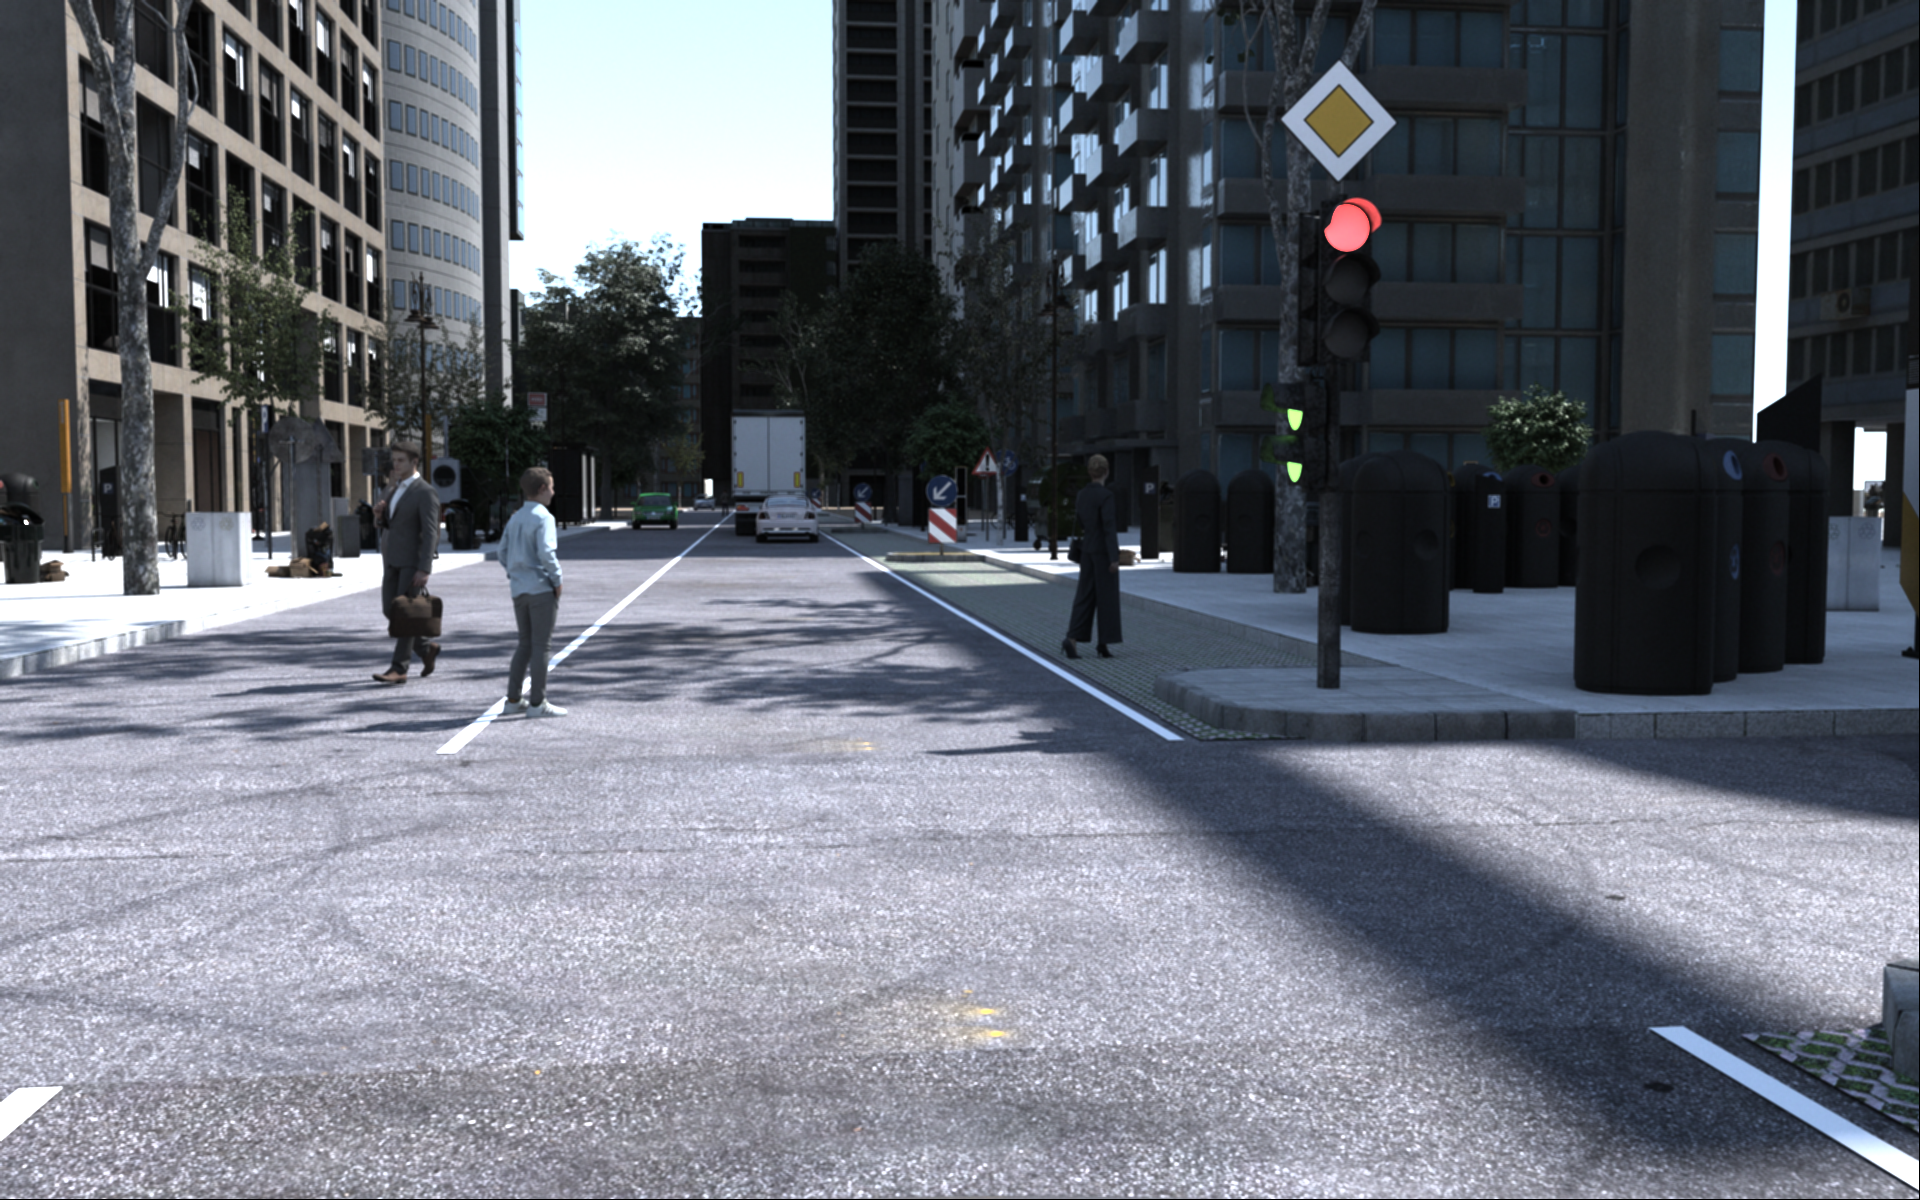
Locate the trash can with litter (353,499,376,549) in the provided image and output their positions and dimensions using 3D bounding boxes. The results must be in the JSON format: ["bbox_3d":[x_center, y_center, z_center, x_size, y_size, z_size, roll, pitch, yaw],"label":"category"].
[{"bbox_3d":[-13.535,-1.768,40.297,1.055,1.170,0.624,-2,4,-24],"label":"trash can with litter"}]

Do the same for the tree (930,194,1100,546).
[{"bbox_3d":[1.080,-5.648,42.700,4.360,8.622,3.978,0,3,0],"label":"tree"}]

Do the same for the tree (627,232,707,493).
[{"bbox_3d":[-20.540,-16.349,123.195,12.611,20.169,13.585,0,3,0],"label":"tree"}]

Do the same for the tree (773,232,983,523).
[{"bbox_3d":[-3.098,-9.733,76.138,9.611,12.733,9.660,0,3,0],"label":"tree"}]

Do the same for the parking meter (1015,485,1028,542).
[{"bbox_3d":[1.664,-2.352,46.862,0.372,1.533,0.369,0,3,0],"label":"parking meter"}]

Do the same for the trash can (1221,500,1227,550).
[{"bbox_3d":[6.218,-1.703,39.492,0.748,1.137,0.748,0,3,0],"label":"trash can"}]

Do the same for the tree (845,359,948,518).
[{"bbox_3d":[-3.735,-9.661,92.372,7.601,10.594,8.767,1,4,21],"label":"tree"}]

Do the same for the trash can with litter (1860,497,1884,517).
[{"bbox_3d":[39.196,-3.870,74.665,1.055,1.170,0.624,-1,4,-20],"label":"trash can with litter"}]

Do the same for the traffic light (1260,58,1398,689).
[{"bbox_3d":[2.422,-1.372,11.358,0.839,4.253,0.868,0,4,-7],"label":"traffic light"}]

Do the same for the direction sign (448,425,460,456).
[{"bbox_3d":[-16.600,-3.974,56.966,0.379,3.537,0.876,0,4,7],"label":"direction sign"}]

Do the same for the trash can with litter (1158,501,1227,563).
[{"bbox_3d":[4.903,-1.346,33.066,2.233,1.210,1.678,0,4,4],"label":"trash can with litter"}]

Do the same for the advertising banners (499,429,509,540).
[{"bbox_3d":[-12.056,-3.038,45.861,0.090,3.025,2.074,-1,4,-9],"label":"advertising banners"}]

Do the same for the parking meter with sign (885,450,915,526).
[{"bbox_3d":[-2.128,-4.454,69.085,1.738,3.016,0.543,0,4,-1],"label":"parking meter with sign"}]

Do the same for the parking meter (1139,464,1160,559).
[{"bbox_3d":[3.734,-1.742,34.190,0.399,1.863,0.255,1,4,9],"label":"parking meter"}]

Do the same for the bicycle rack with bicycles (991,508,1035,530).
[{"bbox_3d":[2.570,-3.039,63.077,2.925,0.926,2.852,0,4,7],"label":"bicycle rack with bicycles"}]

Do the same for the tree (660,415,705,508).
[{"bbox_3d":[-25.792,-12.850,160.462,4.737,8.622,4.395,0,3,0],"label":"tree"}]

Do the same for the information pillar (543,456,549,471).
[{"bbox_3d":[-18.717,-5.345,78.745,0.504,3.616,0.183,1,4,18],"label":"information pillar"}]

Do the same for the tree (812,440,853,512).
[{"bbox_3d":[-11.324,-12.168,149.315,4.737,8.622,4.395,0,3,0],"label":"tree"}]

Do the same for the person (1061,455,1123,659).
[{"bbox_3d":[1.176,-0.371,14.981,0.576,1.772,0.534,2,4,33],"label":"person"}]

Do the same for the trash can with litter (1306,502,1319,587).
[{"bbox_3d":[4.894,-0.781,24.162,0.624,1.170,1.055,2,4,25],"label":"trash can with litter"}]

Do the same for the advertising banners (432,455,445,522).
[{"bbox_3d":[-23.407,-5.042,78.617,0.090,3.025,2.074,1,4,21],"label":"advertising banners"}]

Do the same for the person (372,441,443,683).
[{"bbox_3d":[-4.175,-0.289,13.189,0.622,1.834,0.822,2,4,28],"label":"person"}]

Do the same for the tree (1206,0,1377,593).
[{"bbox_3d":[5.777,-10.156,21.943,12.611,20.169,13.585,0,3,0],"label":"tree"}]

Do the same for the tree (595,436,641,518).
[{"bbox_3d":[-19.016,-6.821,95.229,4.285,4.588,4.351,0,3,0],"label":"tree"}]

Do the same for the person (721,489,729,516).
[{"bbox_3d":[-15.268,-6.313,112.244,0.617,1.759,0.750,-1,4,-21],"label":"person"}]

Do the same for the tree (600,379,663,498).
[{"bbox_3d":[-20.328,-9.673,108.515,4.360,8.622,3.978,0,3,0],"label":"tree"}]

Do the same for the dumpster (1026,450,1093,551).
[{"bbox_3d":[2.369,-2.235,39.036,1.502,2.255,1.985,0,4,-7],"label":"dumpster"}]

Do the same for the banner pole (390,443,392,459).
[{"bbox_3d":[-27.015,-5.637,82.188,0.401,3.779,0.863,-1,4,-23],"label":"banner pole"}]

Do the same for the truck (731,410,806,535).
[{"bbox_3d":[-6.985,-4.553,63.350,2.839,4.237,11.283,0,4,-6],"label":"truck"}]

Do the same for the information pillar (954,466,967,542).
[{"bbox_3d":[0.017,-2.553,46.234,0.304,2.012,0.304,0,4,-6],"label":"information pillar"}]

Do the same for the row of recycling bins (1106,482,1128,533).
[{"bbox_3d":[4.288,-3.164,58.838,1.069,1.692,3.534,-3,5,-42],"label":"row of recycling bins"}]

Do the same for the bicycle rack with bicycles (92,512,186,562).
[{"bbox_3d":[-15.788,-1.262,34.020,2.852,0.926,2.925,-1,4,-20],"label":"bicycle rack with bicycles"}]

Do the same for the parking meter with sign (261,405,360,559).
[{"bbox_3d":[-12.896,-2.336,34.462,1.738,3.016,0.543,-2,4,-35],"label":"parking meter with sign"}]

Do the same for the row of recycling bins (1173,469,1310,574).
[{"bbox_3d":[5.205,-1.282,28.072,3.534,1.692,1.069,1,4,16],"label":"row of recycling bins"}]

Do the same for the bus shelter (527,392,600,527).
[{"bbox_3d":[-16.252,-5.713,71.039,2.179,5.291,8.768,0,4,-7],"label":"bus shelter"}]

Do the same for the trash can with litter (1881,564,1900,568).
[{"bbox_3d":[15.476,-1.202,30.708,2.233,1.210,1.678,3,4,38],"label":"trash can with litter"}]

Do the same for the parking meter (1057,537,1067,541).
[{"bbox_3d":[2.770,-2.397,47.595,0.372,1.533,0.369,0,3,0],"label":"parking meter"}]

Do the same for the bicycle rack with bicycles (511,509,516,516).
[{"bbox_3d":[-20.693,-3.805,75.600,2.852,0.926,2.925,-3,5,-44],"label":"bicycle rack with bicycles"}]

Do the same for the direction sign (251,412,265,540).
[{"bbox_3d":[-19.492,-3.424,47.975,0.379,3.537,0.876,-1,4,-11],"label":"direction sign"}]

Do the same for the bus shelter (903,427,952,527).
[{"bbox_3d":[-0.975,-4.430,63.716,1.731,3.624,6.357,0,4,-7],"label":"bus shelter"}]

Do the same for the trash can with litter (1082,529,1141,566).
[{"bbox_3d":[2.718,-1.207,31.122,1.055,1.170,0.624,1,4,14],"label":"trash can with litter"}]

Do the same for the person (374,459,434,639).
[{"bbox_3d":[-5.533,-0.510,17.185,0.599,1.781,0.374,3,5,42],"label":"person"}]

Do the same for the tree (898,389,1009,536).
[{"bbox_3d":[-0.284,-4.288,53.818,4.285,4.588,4.351,0,3,0],"label":"tree"}]

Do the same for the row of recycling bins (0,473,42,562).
[{"bbox_3d":[-18.479,-1.531,32.141,1.069,1.692,3.534,0,4,7],"label":"row of recycling bins"}]

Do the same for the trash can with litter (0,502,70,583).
[{"bbox_3d":[-13.458,-0.836,25.053,0.624,1.170,1.055,1,4,9],"label":"trash can with litter"}]

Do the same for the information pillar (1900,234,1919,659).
[{"bbox_3d":[7.548,-1.355,13.517,0.183,3.616,0.504,0,4,1],"label":"information pillar"}]

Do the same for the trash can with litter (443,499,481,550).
[{"bbox_3d":[-11.472,-1.750,39.995,0.624,1.170,1.055,0,4,2],"label":"trash can with litter"}]

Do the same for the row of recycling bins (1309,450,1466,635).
[{"bbox_3d":[4.225,-0.633,17.468,1.069,1.692,3.534,0,4,7],"label":"row of recycling bins"}]

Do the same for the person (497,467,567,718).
[{"bbox_3d":[-2.724,-0.050,11.134,0.330,1.601,0.589,-3,4,-38],"label":"person"}]

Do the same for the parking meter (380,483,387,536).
[{"bbox_3d":[-12.817,-1.866,38.923,0.372,1.533,0.369,0,3,0],"label":"parking meter"}]

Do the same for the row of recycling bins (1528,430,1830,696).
[{"bbox_3d":[5.317,-0.322,12.376,1.069,1.692,3.534,3,5,41],"label":"row of recycling bins"}]

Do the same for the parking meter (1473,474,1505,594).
[{"bbox_3d":[6.862,-0.859,22.462,0.372,1.533,0.369,0,3,0],"label":"parking meter"}]

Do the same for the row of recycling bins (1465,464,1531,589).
[{"bbox_3d":[7.412,-1.018,23.752,3.534,1.692,1.069,-1,4,-22],"label":"row of recycling bins"}]

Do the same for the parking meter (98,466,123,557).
[{"bbox_3d":[-17.413,-1.824,35.531,0.399,1.863,0.255,0,4,3],"label":"parking meter"}]

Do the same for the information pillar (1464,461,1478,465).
[{"bbox_3d":[11.501,-2.114,39.057,0.304,2.012,0.304,1,4,15],"label":"information pillar"}]
